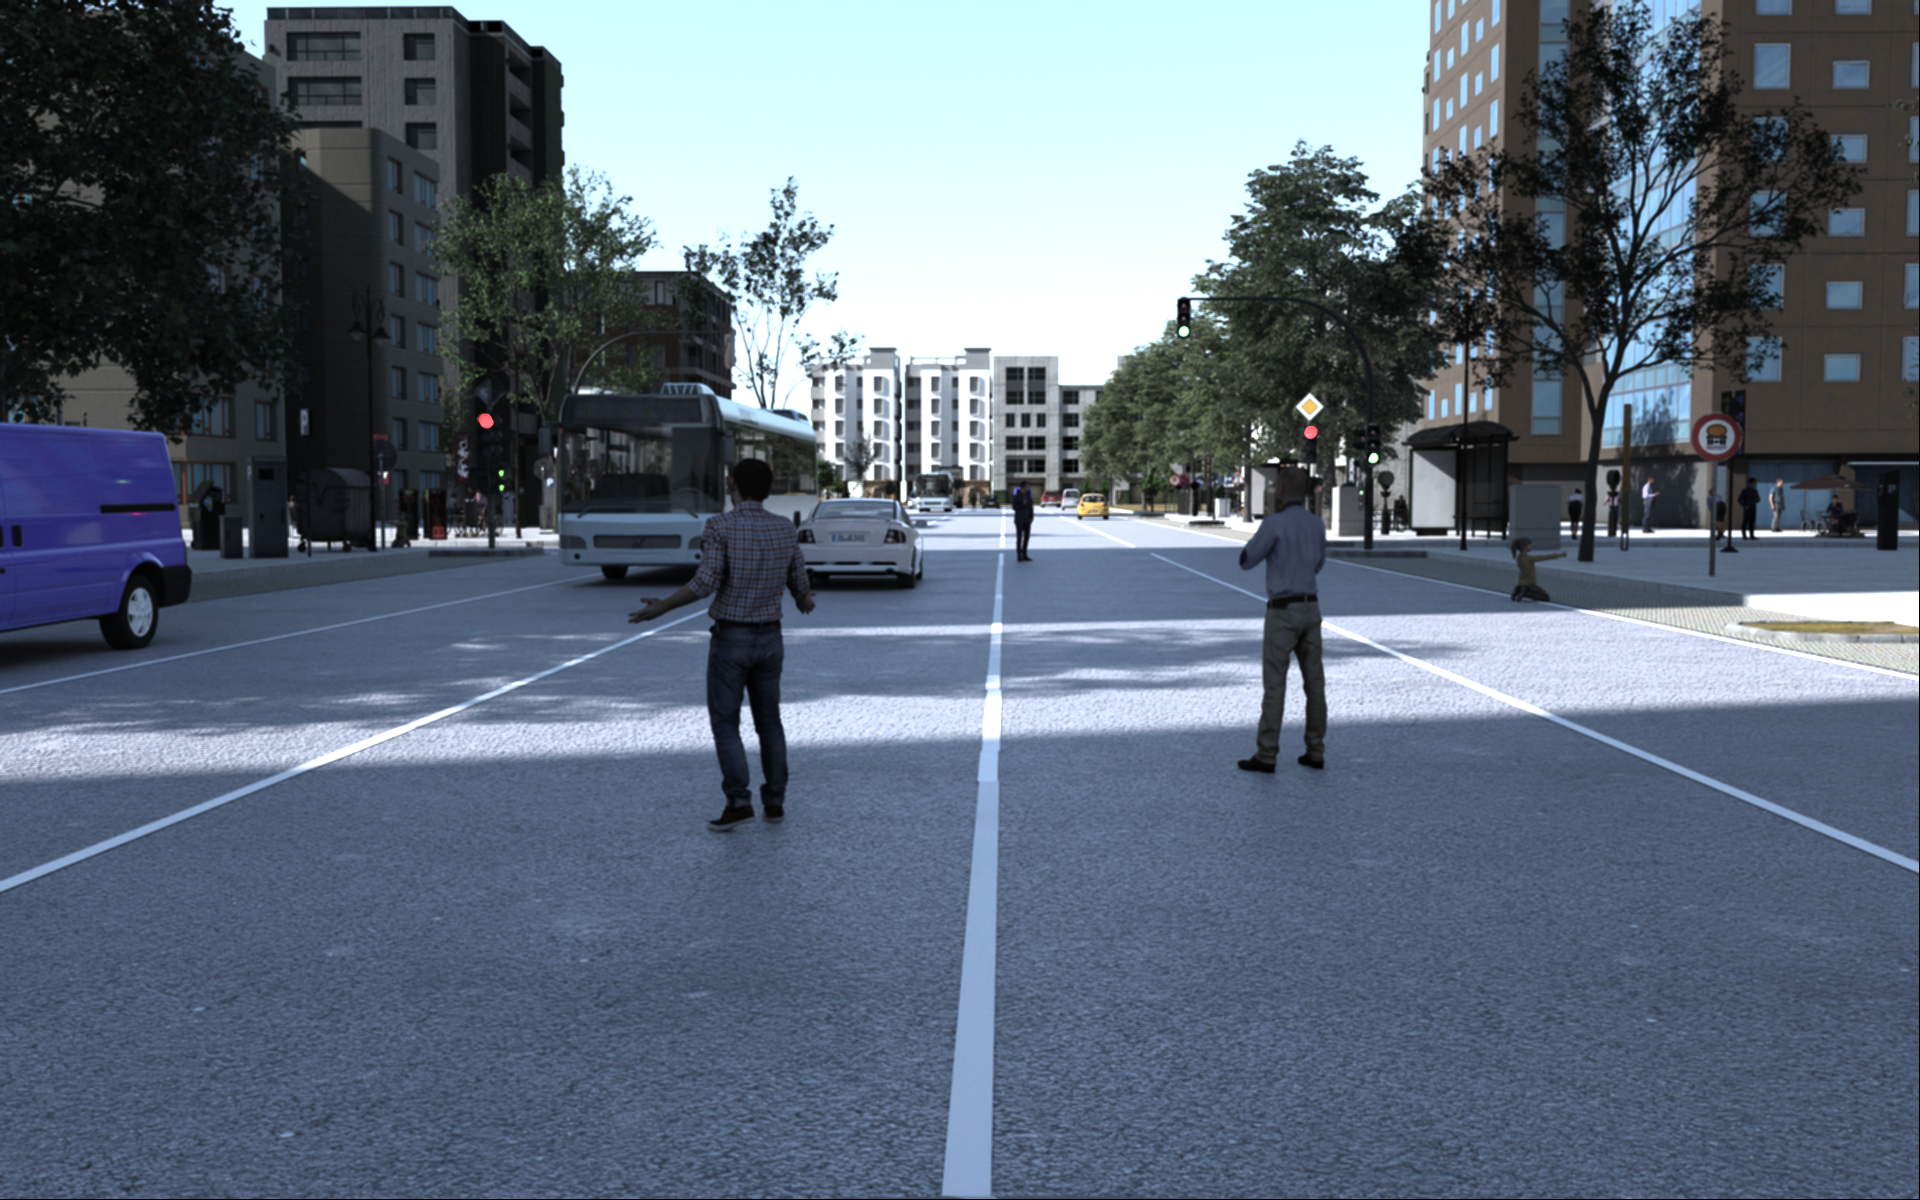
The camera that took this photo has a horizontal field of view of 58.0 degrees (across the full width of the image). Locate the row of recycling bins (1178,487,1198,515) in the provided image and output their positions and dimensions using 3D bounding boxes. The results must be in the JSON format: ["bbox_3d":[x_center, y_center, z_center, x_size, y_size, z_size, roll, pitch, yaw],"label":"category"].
[{"bbox_3d":[14.149,-6.160,107.822,1.069,1.692,3.534,0,4,0],"label":"row of recycling bins"}]

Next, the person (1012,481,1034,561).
[{"bbox_3d":[1.345,-1.685,36.975,0.541,1.710,0.530,-2,4,-25],"label":"person"}]

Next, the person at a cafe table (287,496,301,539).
[{"bbox_3d":[-18.968,-2.403,50.148,1.698,1.238,1.726,1,4,23],"label":"person at a cafe table"}]

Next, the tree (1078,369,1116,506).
[{"bbox_3d":[13.621,-13.031,131.188,7.486,12.596,7.792,0,3,0],"label":"tree"}]

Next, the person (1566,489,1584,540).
[{"bbox_3d":[17.436,-2.430,48.962,0.628,1.438,0.799,0,4,-1],"label":"person"}]

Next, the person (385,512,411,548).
[{"bbox_3d":[-13.428,-1.676,41.363,0.347,0.859,0.695,1,4,19],"label":"person"}]

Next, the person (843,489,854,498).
[{"bbox_3d":[-12.646,-11.621,195.669,1.348,1.869,0.705,1,4,15],"label":"person"}]

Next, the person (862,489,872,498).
[{"bbox_3d":[-10.540,-11.640,196.451,1.348,1.812,0.705,1,4,21],"label":"person"}]

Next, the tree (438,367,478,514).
[{"bbox_3d":[-28.868,-8.972,97.055,4.737,8.622,4.395,0,3,0],"label":"tree"}]

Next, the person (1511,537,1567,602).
[{"bbox_3d":[7.687,-0.407,23.079,0.695,0.859,0.347,0,4,-5],"label":"person"}]

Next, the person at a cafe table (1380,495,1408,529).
[{"bbox_3d":[16.262,-3.211,63.361,1.698,1.238,1.726,0,4,3],"label":"person at a cafe table"}]

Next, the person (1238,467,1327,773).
[{"bbox_3d":[1.696,0.095,9.013,0.516,1.574,0.319,-1,4,-19],"label":"person"}]

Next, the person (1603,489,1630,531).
[{"bbox_3d":[22.627,-3.177,59.941,0.963,1.587,0.435,-1,4,-10],"label":"person"}]

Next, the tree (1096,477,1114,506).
[{"bbox_3d":[16.201,-12.220,194.401,1.663,3.219,1.824,0,3,0],"label":"tree"}]

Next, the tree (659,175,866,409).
[{"bbox_3d":[-11.917,-15.245,105.148,12.611,20.169,13.585,0,3,0],"label":"tree"}]

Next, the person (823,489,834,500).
[{"bbox_3d":[-13.178,-10.212,173.096,1.350,1.814,0.705,-3,5,-43],"label":"person"}]

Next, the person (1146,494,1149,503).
[{"bbox_3d":[20.423,-11.162,189.327,1.217,1.735,0.721,-1,4,-18],"label":"person"}]

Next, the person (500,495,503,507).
[{"bbox_3d":[-24.864,-5.271,94.489,0.388,1.546,0.482,2,4,33],"label":"person"}]

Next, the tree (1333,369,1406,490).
[{"bbox_3d":[21.618,-8.736,93.197,4.737,8.622,4.395,0,3,0],"label":"tree"}]

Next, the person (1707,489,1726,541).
[{"bbox_3d":[20.766,-2.345,47.614,0.421,1.427,0.697,0,4,1],"label":"person"}]

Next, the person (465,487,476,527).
[{"bbox_3d":[-18.773,-3.562,66.546,0.482,1.546,0.388,1,4,20],"label":"person"}]

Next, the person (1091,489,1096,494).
[{"bbox_3d":[9.790,-7.234,126.759,1.348,1.826,0.705,-2,4,-31],"label":"person"}]

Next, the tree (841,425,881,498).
[{"bbox_3d":[-10.285,-14.198,182.505,4.360,8.622,3.978,0,3,0],"label":"tree"}]

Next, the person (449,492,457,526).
[{"bbox_3d":[-20.569,-3.689,70.266,0.435,1.345,0.340,1,4,20],"label":"person"}]

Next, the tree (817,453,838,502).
[{"bbox_3d":[-11.374,-9.503,139.093,4.285,4.588,4.351,0,3,0],"label":"tree"}]

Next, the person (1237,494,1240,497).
[{"bbox_3d":[31.226,-11.693,197.250,1.348,1.821,0.705,0,4,-2],"label":"person"}]

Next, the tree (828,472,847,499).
[{"bbox_3d":[-10.436,-9.418,148.593,1.663,3.219,1.824,0,3,0],"label":"tree"}]

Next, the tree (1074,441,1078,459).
[{"bbox_3d":[15.667,-16.226,183.426,7.486,12.596,7.792,0,3,0],"label":"tree"}]

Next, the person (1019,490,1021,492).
[{"bbox_3d":[4.052,-6.481,115.184,0.841,1.734,0.376,0,4,4],"label":"person"}]

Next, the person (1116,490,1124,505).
[{"bbox_3d":[18.502,-11.853,200.391,0.990,1.755,0.434,1,4,20],"label":"person"}]

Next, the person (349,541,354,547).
[{"bbox_3d":[-15.896,-2.293,45.852,0.599,1.838,0.709,-1,4,-10],"label":"person"}]

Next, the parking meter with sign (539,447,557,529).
[{"bbox_3d":[-14.939,-4.113,63.503,0.543,3.016,1.738,0,4,6],"label":"parking meter with sign"}]

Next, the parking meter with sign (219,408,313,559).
[{"bbox_3d":[-13.964,-2.360,34.854,1.738,3.016,0.543,-3,4,-38],"label":"parking meter with sign"}]

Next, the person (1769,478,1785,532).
[{"bbox_3d":[27.569,-3.192,58.363,0.598,1.807,0.434,-1,4,-15],"label":"person"}]

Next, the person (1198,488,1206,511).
[{"bbox_3d":[18.614,-7.835,134.830,1.217,1.739,0.721,2,4,33],"label":"person"}]

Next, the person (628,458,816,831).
[{"bbox_3d":[-0.921,0.181,7.498,0.963,1.587,0.435,-3,5,-44],"label":"person"}]

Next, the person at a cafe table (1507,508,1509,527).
[{"bbox_3d":[20.866,-3.622,67.730,1.698,1.524,1.622,1,4,10],"label":"person at a cafe table"}]

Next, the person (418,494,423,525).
[{"bbox_3d":[-22.574,-3.789,71.903,0.340,1.345,0.435,2,4,28],"label":"person"}]

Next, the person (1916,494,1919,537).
[{"bbox_3d":[29.012,-2.693,51.948,0.647,1.594,0.662,1,4,12],"label":"person"}]

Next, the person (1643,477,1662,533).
[{"bbox_3d":[22.732,-3.115,56.847,0.599,1.838,0.709,2,4,31],"label":"person"}]

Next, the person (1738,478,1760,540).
[{"bbox_3d":[22.143,-2.551,48.451,0.576,1.737,0.504,-2,4,-28],"label":"person"}]

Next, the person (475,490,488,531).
[{"bbox_3d":[-16.451,-3.075,59.547,0.421,1.427,0.697,0,4,-1],"label":"person"}]

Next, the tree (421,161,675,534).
[{"bbox_3d":[-12.991,-7.926,55.340,9.928,11.665,9.643,0,3,0],"label":"tree"}]

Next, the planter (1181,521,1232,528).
[{"bbox_3d":[10.327,-3.159,72.792,1.991,0.319,1.994,0,4,1],"label":"planter"}]

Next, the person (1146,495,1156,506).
[{"bbox_3d":[20.653,-11.107,187.739,1.348,1.812,0.705,-2,4,-26],"label":"person"}]

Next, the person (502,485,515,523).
[{"bbox_3d":[-19.199,-4.090,73.577,0.621,1.740,0.551,3,5,41],"label":"person"}]

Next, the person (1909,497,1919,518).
[{"bbox_3d":[23.173,-2.040,41.718,0.599,1.838,0.709,2,4,35],"label":"person"}]

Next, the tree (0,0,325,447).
[{"bbox_3d":[-14.113,-6.614,25.149,9.611,12.733,9.660,0,3,0],"label":"tree"}]

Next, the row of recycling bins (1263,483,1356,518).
[{"bbox_3d":[13.204,-3.550,65.159,3.534,1.692,1.069,0,4,6],"label":"row of recycling bins"}]
